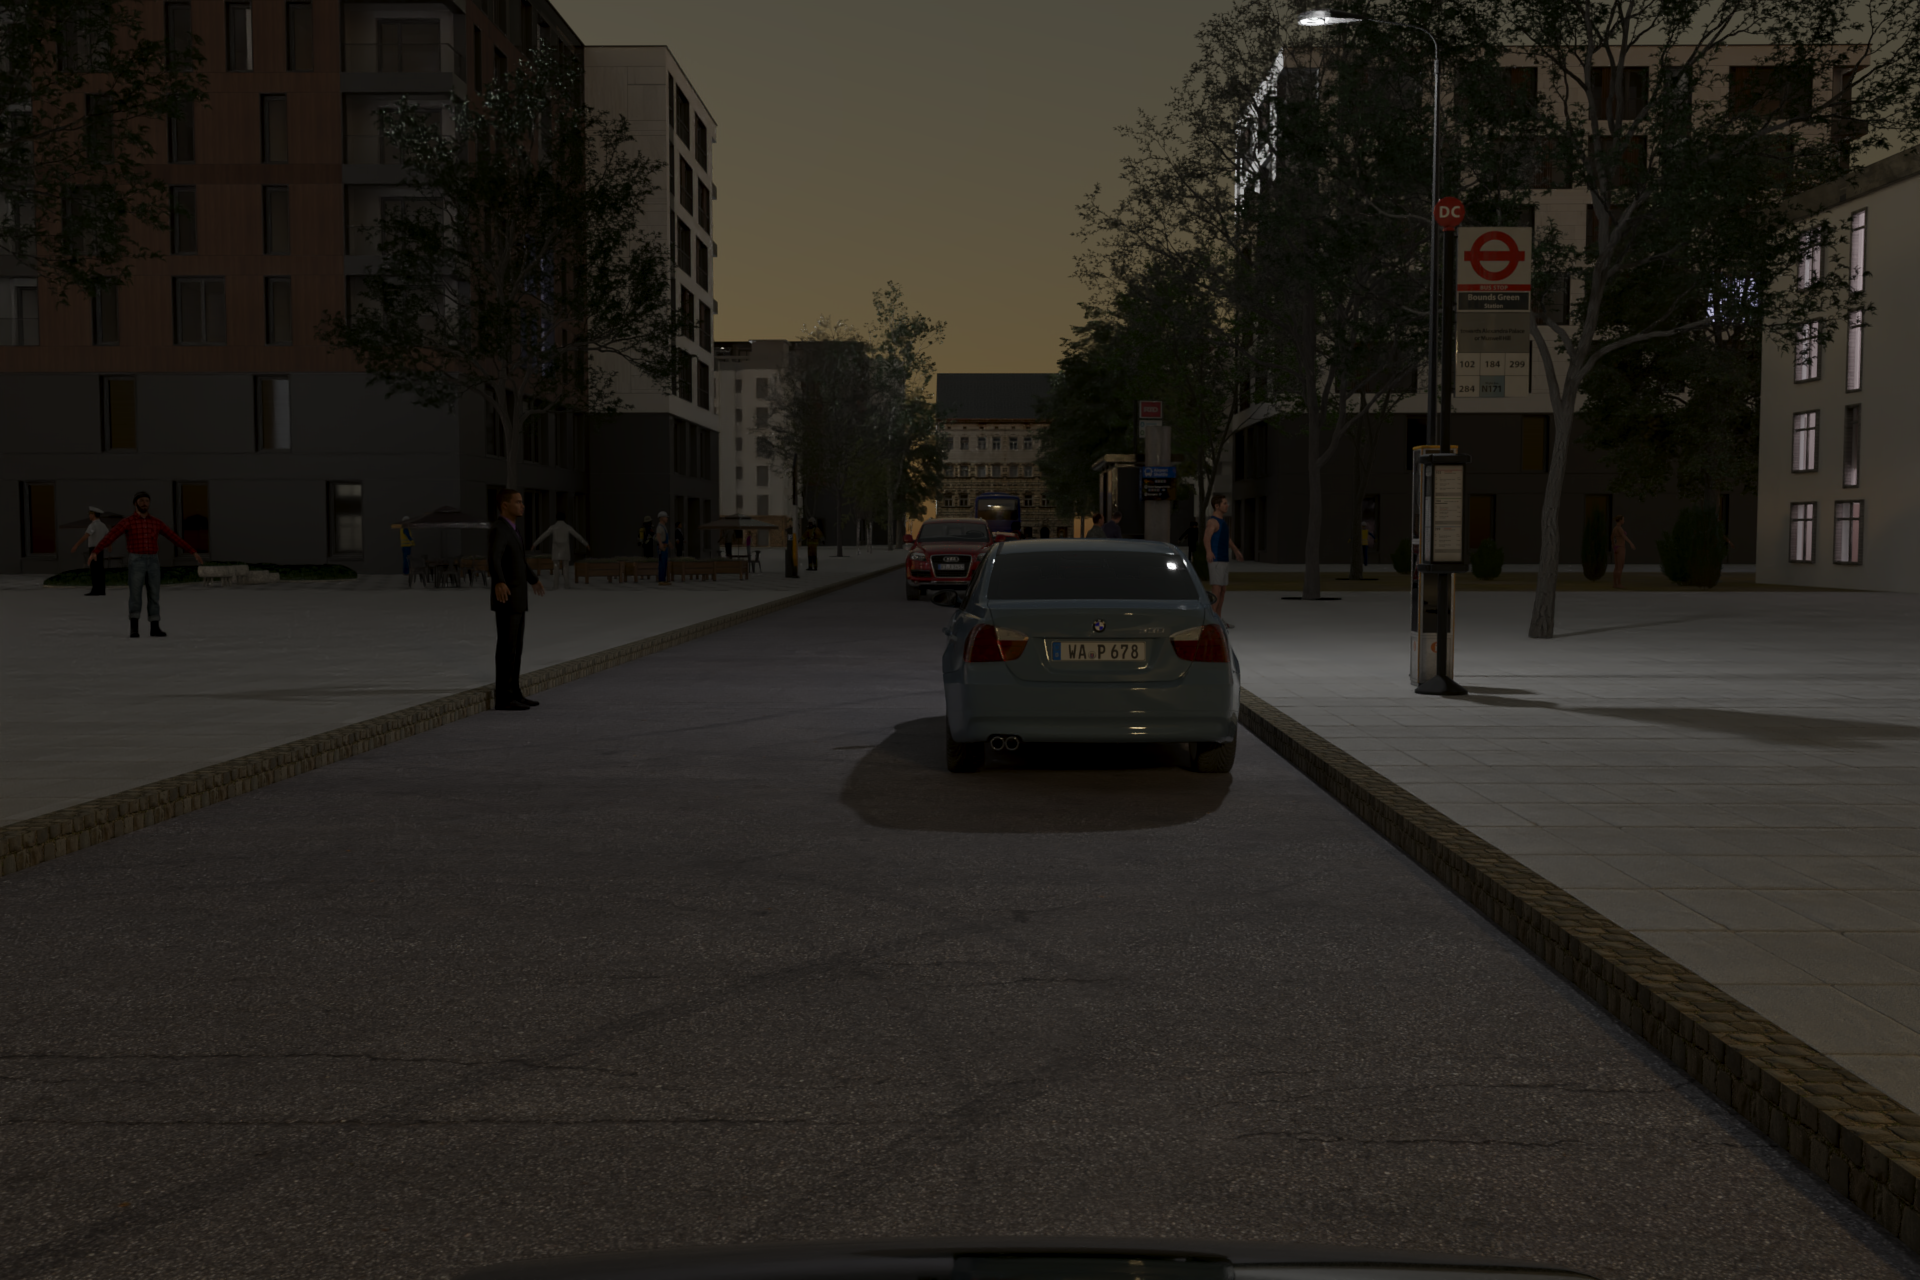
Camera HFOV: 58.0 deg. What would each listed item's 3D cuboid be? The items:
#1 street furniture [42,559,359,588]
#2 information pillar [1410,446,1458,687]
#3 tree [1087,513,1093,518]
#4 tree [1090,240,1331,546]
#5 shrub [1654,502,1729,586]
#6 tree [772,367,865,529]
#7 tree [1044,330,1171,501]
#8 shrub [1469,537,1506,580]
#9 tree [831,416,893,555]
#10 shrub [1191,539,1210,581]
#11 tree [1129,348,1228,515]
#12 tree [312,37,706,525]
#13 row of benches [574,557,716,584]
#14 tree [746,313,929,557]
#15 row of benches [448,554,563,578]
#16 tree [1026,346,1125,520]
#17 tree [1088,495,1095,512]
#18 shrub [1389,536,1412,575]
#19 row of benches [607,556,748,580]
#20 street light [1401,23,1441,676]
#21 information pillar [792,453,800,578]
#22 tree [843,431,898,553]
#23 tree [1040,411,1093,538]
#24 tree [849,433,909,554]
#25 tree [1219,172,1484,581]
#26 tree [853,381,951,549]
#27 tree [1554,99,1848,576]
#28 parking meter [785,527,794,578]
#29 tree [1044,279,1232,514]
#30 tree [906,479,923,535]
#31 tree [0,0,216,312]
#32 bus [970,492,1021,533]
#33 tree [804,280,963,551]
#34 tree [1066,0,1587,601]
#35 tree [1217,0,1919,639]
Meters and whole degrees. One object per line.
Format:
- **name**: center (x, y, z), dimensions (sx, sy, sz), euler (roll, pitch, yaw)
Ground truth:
- **street furniture**: center (-19.828, -1.870, 46.197), dimensions (5.734, 0.657, 10.072), euler (0, 4, 5)
- **information pillar**: center (3.981, -0.616, 14.568), dimensions (0.304, 2.012, 0.304), euler (0, 4, 1)
- **tree**: center (19.817, -18.253, 232.843), dimensions (7.601, 10.594, 8.767), euler (0, 4, -5)
- **tree**: center (8.540, -8.187, 59.611), dimensions (9.928, 11.665, 9.643), euler (0, 3, 0)
- **shrub**: center (18.163, -2.381, 42.969), dimensions (1.661, 2.075, 1.752), euler (0, 3, 0)
- **tree**: center (-6.730, -7.725, 76.666), dimensions (4.360, 8.622, 3.978), euler (0, 3, 0)
- **tree**: center (8.458, -10.780, 94.383), dimensions (7.486, 12.596, 7.792), euler (0, 3, 0)
- **shrub**: center (14.661, -2.266, 48.160), dimensions (1.383, 1.207, 1.383), euler (0, 3, 0)
- **tree**: center (-6.139, -9.459, 105.023), dimensions (4.737, 8.622, 4.395), euler (0, 3, 0)
- **shrub**: center (6.736, -2.221, 47.424), dimensions (1.383, 1.207, 1.383), euler (0, 3, 0)
- **tree**: center (8.463, -7.276, 69.317), dimensions (4.737, 8.622, 4.395), euler (0, 3, 0)
- **tree**: center (-8.047, -5.960, 31.854), dimensions (7.601, 10.594, 8.767), euler (-3, 5, -42)
- **row of benches**: center (-8.383, -1.865, 45.955), dimensions (4.104, 0.672, 1.422), euler (-3, 5, -40)
- **tree**: center (-6.770, -11.371, 96.290), dimensions (12.009, 13.543, 11.850), euler (0, 3, 0)
- **row of benches**: center (-13.654, -2.272, 52.617), dimensions (1.422, 0.672, 4.104), euler (3, 4, 36)
- **tree**: center (9.417, -12.862, 116.953), dimensions (9.857, 13.997, 8.962), euler (0, 3, 0)
- **tree**: center (10.164, -10.825, 127.347), dimensions (4.737, 8.622, 4.395), euler (0, 3, 0)
- **shrub**: center (14.171, -2.685, 55.009), dimensions (1.383, 1.207, 1.383), euler (0, 3, 0)
- **row of benches**: center (-8.028, -2.034, 48.721), dimensions (4.104, 0.672, 1.422), euler (1, 4, 9)
- **street light**: center (4.770, -2.625, 15.452), dimensions (1.470, 5.913, 1.316), euler (0, 4, 1)
- **information pillar**: center (-4.762, -3.592, 50.082), dimensions (0.183, 3.616, 0.504), euler (0, 4, 3)
- **tree**: center (-6.351, -10.360, 119.754), dimensions (4.737, 8.622, 4.395), euler (0, 3, 0)
- **tree**: center (10.211, -13.570, 139.990), dimensions (7.486, 12.596, 7.792), euler (0, 3, 0)
- **tree**: center (-6.039, -9.928, 112.684), dimensions (4.360, 8.622, 3.978), euler (0, 3, 0)
- **tree**: center (11.210, -7.470, 47.888), dimensions (9.928, 11.665, 9.643), euler (0, 3, 0)
- **tree**: center (-5.146, -14.628, 145.830), dimensions (9.857, 13.997, 8.962), euler (0, 3, 0)
- **tree**: center (22.922, -8.918, 52.470), dimensions (9.857, 13.997, 8.962), euler (0, 3, 0)
- **parking meter**: center (-4.967, -2.605, 50.999), dimensions (0.372, 1.533, 0.369), euler (0, 3, 0)
- **tree**: center (8.541, -10.799, 83.226), dimensions (9.857, 13.997, 8.962), euler (0, 3, 0)
- **tree**: center (-6.283, -17.193, 231.463), dimensions (4.360, 8.622, 3.978), euler (0, 3, 0)
- **tree**: center (-9.356, -4.795, 12.814), dimensions (7.601, 10.594, 8.767), euler (-1, 4, -23)
- **bus**: center (2.069, -6.712, 101.289), dimensions (2.896, 3.916, 12.251), euler (0, 3, 0)
- **tree**: center (-6.099, -16.895, 132.129), dimensions (12.611, 20.169, 13.585), euler (0, 3, 0)
- **tree**: center (6.992, -7.519, 33.306), dimensions (12.009, 13.543, 11.850), euler (0, 3, 0)
- **tree**: center (7.223, -5.277, 20.686), dimensions (8.767, 10.594, 7.601), euler (-1, 4, -14)
